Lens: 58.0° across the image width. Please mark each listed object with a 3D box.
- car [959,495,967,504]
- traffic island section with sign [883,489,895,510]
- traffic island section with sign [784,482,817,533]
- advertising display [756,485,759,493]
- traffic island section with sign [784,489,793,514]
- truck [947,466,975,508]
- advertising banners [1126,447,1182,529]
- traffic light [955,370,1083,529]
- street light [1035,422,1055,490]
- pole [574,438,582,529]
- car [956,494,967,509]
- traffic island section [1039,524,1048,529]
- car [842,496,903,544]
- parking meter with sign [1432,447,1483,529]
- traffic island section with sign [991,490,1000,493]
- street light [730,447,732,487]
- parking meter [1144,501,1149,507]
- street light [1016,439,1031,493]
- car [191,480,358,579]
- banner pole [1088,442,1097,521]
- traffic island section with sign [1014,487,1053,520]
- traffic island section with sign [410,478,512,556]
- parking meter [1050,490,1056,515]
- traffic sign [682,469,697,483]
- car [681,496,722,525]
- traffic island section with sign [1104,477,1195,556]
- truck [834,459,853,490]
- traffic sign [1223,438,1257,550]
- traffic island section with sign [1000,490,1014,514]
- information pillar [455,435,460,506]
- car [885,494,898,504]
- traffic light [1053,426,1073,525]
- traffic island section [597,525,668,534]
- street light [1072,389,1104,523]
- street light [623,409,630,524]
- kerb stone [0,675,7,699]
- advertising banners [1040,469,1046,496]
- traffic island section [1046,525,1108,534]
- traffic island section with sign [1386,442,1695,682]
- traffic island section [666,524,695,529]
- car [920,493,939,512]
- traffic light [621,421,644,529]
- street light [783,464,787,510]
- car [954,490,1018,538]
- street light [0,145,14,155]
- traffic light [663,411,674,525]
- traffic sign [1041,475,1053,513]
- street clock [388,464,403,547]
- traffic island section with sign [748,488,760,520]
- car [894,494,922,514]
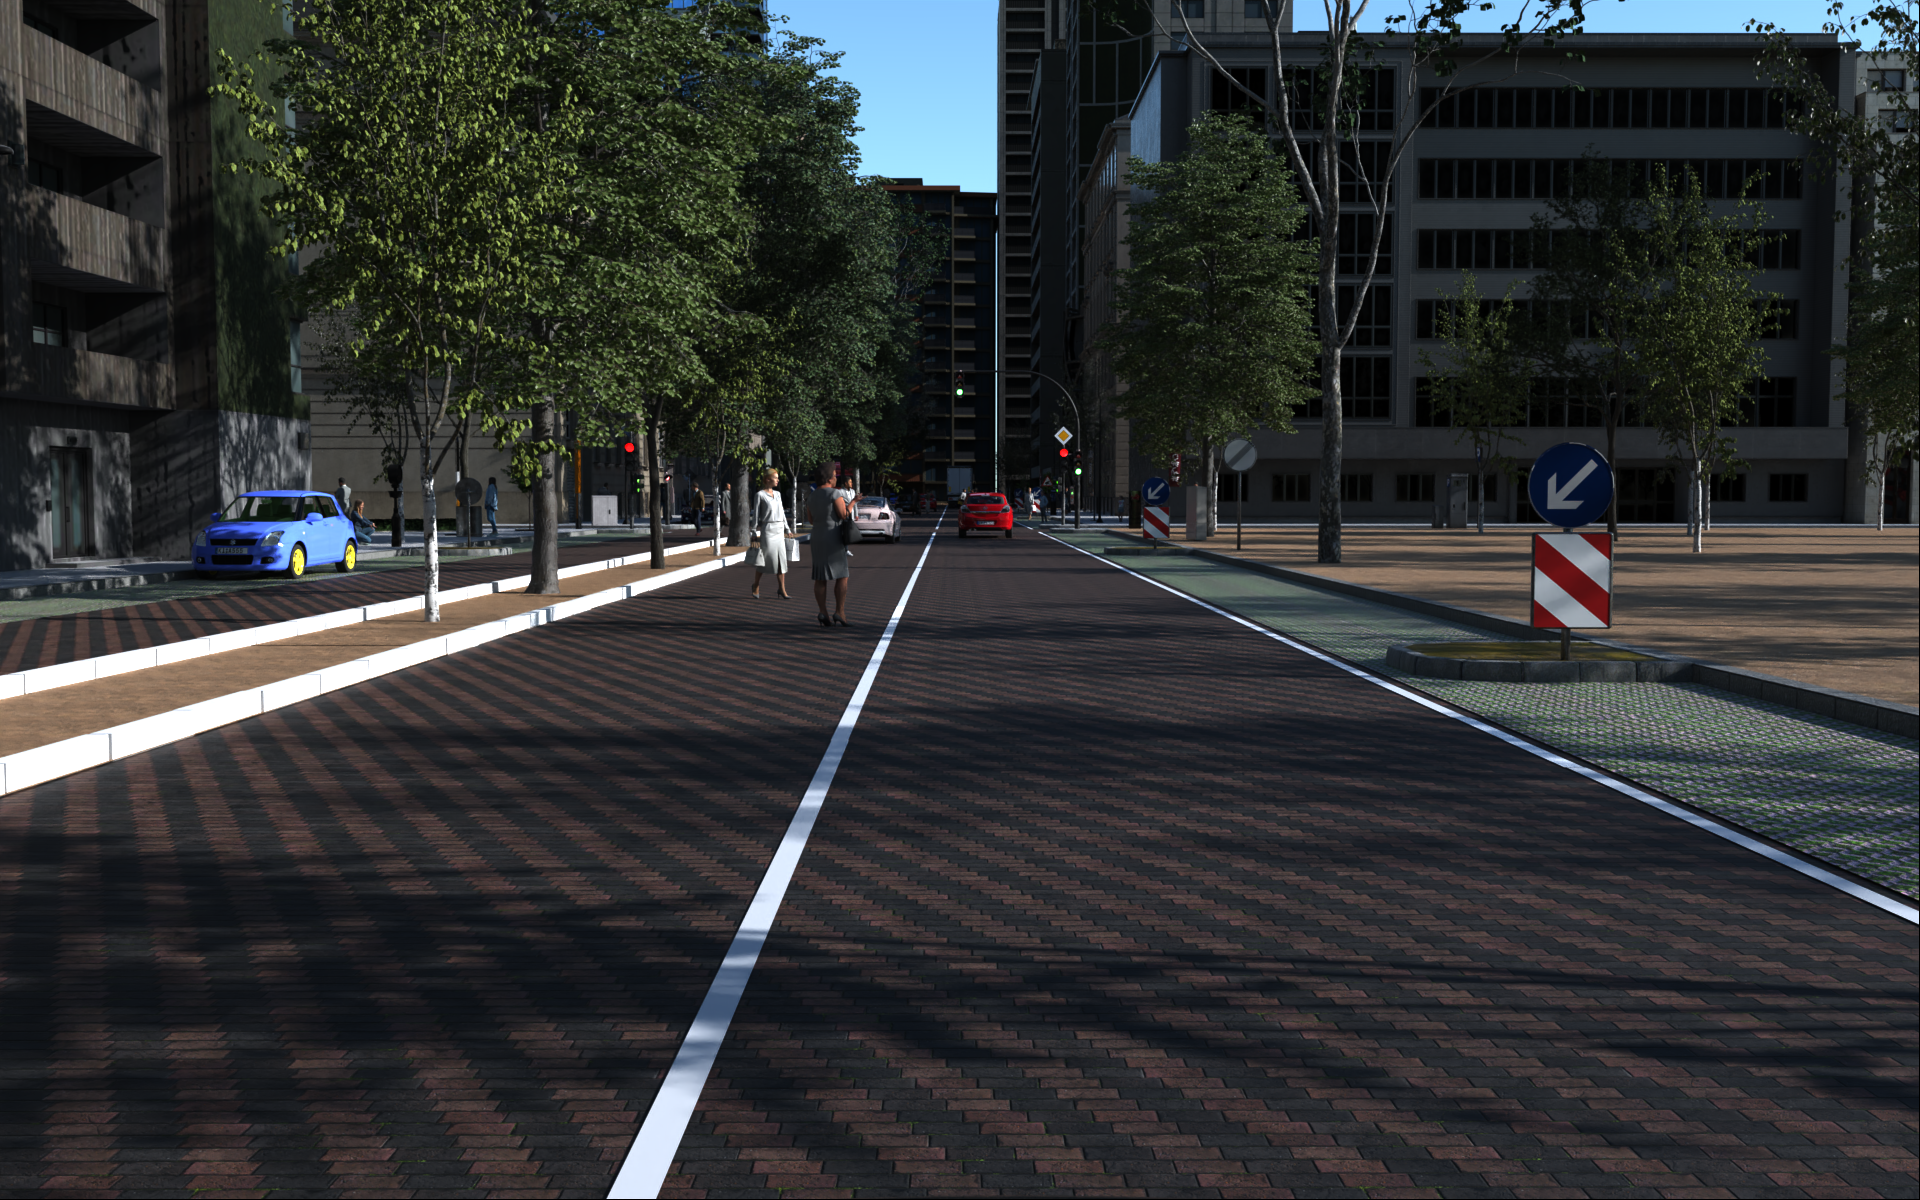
[{"bbox_3d":[1.056,-6.138,109.388,2.155,1.783,4.494,0,4,-2],"label":"car"},{"bbox_3d":[-6.249,-8.470,146.614,2.006,1.907,1.989,0,4,0],"label":"traffic island section with sign"},{"bbox_3d":[-5.888,-3.421,64.069,2.006,1.907,1.989,0,4,0],"label":"traffic island section with sign"},{"bbox_3d":[-14.179,-7.187,122.726,0.123,1.923,0.974,1,4,18],"label":"advertising display"},{"bbox_3d":[-12.033,-7.017,123.353,1.989,1.847,2.006,0,4,0],"label":"traffic island section with sign"},{"bbox_3d":[0.073,-11.515,177.183,2.839,4.237,11.283,0,4,1],"label":"truck"},{"bbox_3d":[7.204,-4.151,64.063,2.074,3.025,0.090,0,4,2],"label":"advertising banners"},{"bbox_3d":[2.207,-5.440,63.610,4.771,5.953,1.251,0,4,0],"label":"traffic light"},{"bbox_3d":[5.532,-8.513,111.730,1.470,5.913,1.316,0,4,0],"label":"street light"},{"bbox_3d":[-14.002,-4.259,63.482,0.158,3.312,0.155,0,3,0],"label":"pole"},{"bbox_3d":[0.637,-9.581,166.877,2.015,1.641,3.980,0,4,0],"label":"car"},{"bbox_3d":[4.304,-3.032,71.860,2.009,0.180,2.903,0,4,0],"label":"traffic island section"},{"bbox_3d":[-2.774,-2.394,51.509,2.083,1.381,4.827,0,4,2],"label":"car"},{"bbox_3d":[18.502,-4.175,64.519,1.738,3.016,0.543,0,4,-2],"label":"parking meter with sign"},{"bbox_3d":[3.740,-11.834,202.111,1.989,1.847,2.006,0,4,0],"label":"traffic island section with sign"},{"bbox_3d":[-13.721,-8.274,107.826,1.470,5.913,1.316,0,4,0],"label":"street light"},{"bbox_3d":[7.768,-3.853,71.405,0.372,1.533,0.369,0,3,0],"label":"parking meter"},{"bbox_3d":[5.424,-10.664,146.898,1.470,5.913,1.316,0,4,0],"label":"street light"},{"bbox_3d":[-11.897,-1.257,30.138,1.945,1.707,3.694,0,4,1],"label":"car"},{"bbox_3d":[6.316,-5.674,82.787,0.401,3.779,0.863,-2,4,-26],"label":"banner pole"},{"bbox_3d":[4.198,-5.431,97.429,1.989,1.847,2.006,0,4,0],"label":"traffic island section with sign"},{"bbox_3d":[-11.674,-1.968,40.808,1.989,1.847,2.006,0,4,0],"label":"traffic island section with sign"},{"bbox_3d":[5.682,-5.933,105.418,0.372,1.533,0.369,0,3,0],"label":"parking meter"},{"bbox_3d":[-14.071,-5.526,90.080,0.795,2.593,0.064,0,4,6],"label":"traffic sign"},{"bbox_3d":[-12.020,-4.212,81.443,1.945,1.354,3.894,0,4,0],"label":"car"},{"bbox_3d":[4.441,-1.979,40.983,1.989,1.847,2.006,0,4,0],"label":"traffic island section with sign"},{"bbox_3d":[-9.648,-9.277,140.587,2.839,4.237,11.283,0,4,-2],"label":"truck"},{"bbox_3d":[6.388,-2.416,39.604,0.768,2.556,0.104,0,4,4],"label":"traffic sign"},{"bbox_3d":[4.074,-7.080,124.383,1.989,1.847,2.006,0,4,0],"label":"traffic island section with sign"},{"bbox_3d":[-18.630,-4.456,64.207,0.183,3.616,0.504,-2,4,-23],"label":"information pillar"},{"bbox_3d":[-8.763,-12.816,219.134,1.945,1.707,3.694,0,4,-1],"label":"car"},{"bbox_3d":[4.264,-5.066,71.746,0.839,4.253,0.868,0,4,0],"label":"traffic light"},{"bbox_3d":[-12.103,-2.540,63.808,2.009,0.180,2.903,0,4,0],"label":"traffic island section"},{"bbox_3d":[5.674,-6.385,76.935,1.470,5.913,1.316,0,4,0],"label":"street light"},{"bbox_3d":[-13.563,-6.146,73.032,1.470,5.913,1.316,0,4,0],"label":"street light"},{"bbox_3d":[-6.715,0.636,11.814,0.120,0.150,1.000,0,4,0],"label":"kerb stone"},{"bbox_3d":[5.667,-7.491,118.664,0.090,3.025,2.074,0,4,-8],"label":"advertising banners"},{"bbox_3d":[4.339,-2.544,63.875,2.009,0.180,2.903,0,4,0],"label":"traffic island section"},{"bbox_3d":[4.564,-0.330,14.028,1.989,1.847,2.006,0,4,0],"label":"traffic island section with sign"},{"bbox_3d":[-12.137,-3.028,71.793,2.009,0.180,2.903,0,4,0],"label":"traffic island section"},{"bbox_3d":[-2.789,-8.062,140.850,2.155,1.783,4.494,0,4,-1],"label":"car"},{"bbox_3d":[-12.062,-4.572,63.674,0.839,4.253,0.868,0,4,0],"label":"traffic light"},{"bbox_3d":[-13.888,-10.409,142.734,1.470,5.913,1.316,0,4,0],"label":"street light"},{"bbox_3d":[0.858,-2.987,57.873,2.155,1.783,4.494,0,4,1],"label":"car"},{"bbox_3d":[-13.300,-3.099,23.202,1.470,5.913,1.316,0,4,0],"label":"street light"},{"bbox_3d":[-10.006,-5.935,71.703,4.771,5.953,1.251,0,4,0],"label":"traffic light"},{"bbox_3d":[5.945,-7.190,117.564,0.884,2.594,0.081,0,4,1],"label":"traffic sign"},{"bbox_3d":[-13.716,-2.295,42.101,0.358,2.002,0.471,0,4,-1],"label":"street clock"},{"bbox_3d":[-11.919,-5.368,96.398,1.989,1.847,2.006,0,4,0],"label":"traffic island section with sign"},{"bbox_3d":[-3.694,-6.930,123.085,2.009,1.686,4.222,0,4,1],"label":"car"}]
